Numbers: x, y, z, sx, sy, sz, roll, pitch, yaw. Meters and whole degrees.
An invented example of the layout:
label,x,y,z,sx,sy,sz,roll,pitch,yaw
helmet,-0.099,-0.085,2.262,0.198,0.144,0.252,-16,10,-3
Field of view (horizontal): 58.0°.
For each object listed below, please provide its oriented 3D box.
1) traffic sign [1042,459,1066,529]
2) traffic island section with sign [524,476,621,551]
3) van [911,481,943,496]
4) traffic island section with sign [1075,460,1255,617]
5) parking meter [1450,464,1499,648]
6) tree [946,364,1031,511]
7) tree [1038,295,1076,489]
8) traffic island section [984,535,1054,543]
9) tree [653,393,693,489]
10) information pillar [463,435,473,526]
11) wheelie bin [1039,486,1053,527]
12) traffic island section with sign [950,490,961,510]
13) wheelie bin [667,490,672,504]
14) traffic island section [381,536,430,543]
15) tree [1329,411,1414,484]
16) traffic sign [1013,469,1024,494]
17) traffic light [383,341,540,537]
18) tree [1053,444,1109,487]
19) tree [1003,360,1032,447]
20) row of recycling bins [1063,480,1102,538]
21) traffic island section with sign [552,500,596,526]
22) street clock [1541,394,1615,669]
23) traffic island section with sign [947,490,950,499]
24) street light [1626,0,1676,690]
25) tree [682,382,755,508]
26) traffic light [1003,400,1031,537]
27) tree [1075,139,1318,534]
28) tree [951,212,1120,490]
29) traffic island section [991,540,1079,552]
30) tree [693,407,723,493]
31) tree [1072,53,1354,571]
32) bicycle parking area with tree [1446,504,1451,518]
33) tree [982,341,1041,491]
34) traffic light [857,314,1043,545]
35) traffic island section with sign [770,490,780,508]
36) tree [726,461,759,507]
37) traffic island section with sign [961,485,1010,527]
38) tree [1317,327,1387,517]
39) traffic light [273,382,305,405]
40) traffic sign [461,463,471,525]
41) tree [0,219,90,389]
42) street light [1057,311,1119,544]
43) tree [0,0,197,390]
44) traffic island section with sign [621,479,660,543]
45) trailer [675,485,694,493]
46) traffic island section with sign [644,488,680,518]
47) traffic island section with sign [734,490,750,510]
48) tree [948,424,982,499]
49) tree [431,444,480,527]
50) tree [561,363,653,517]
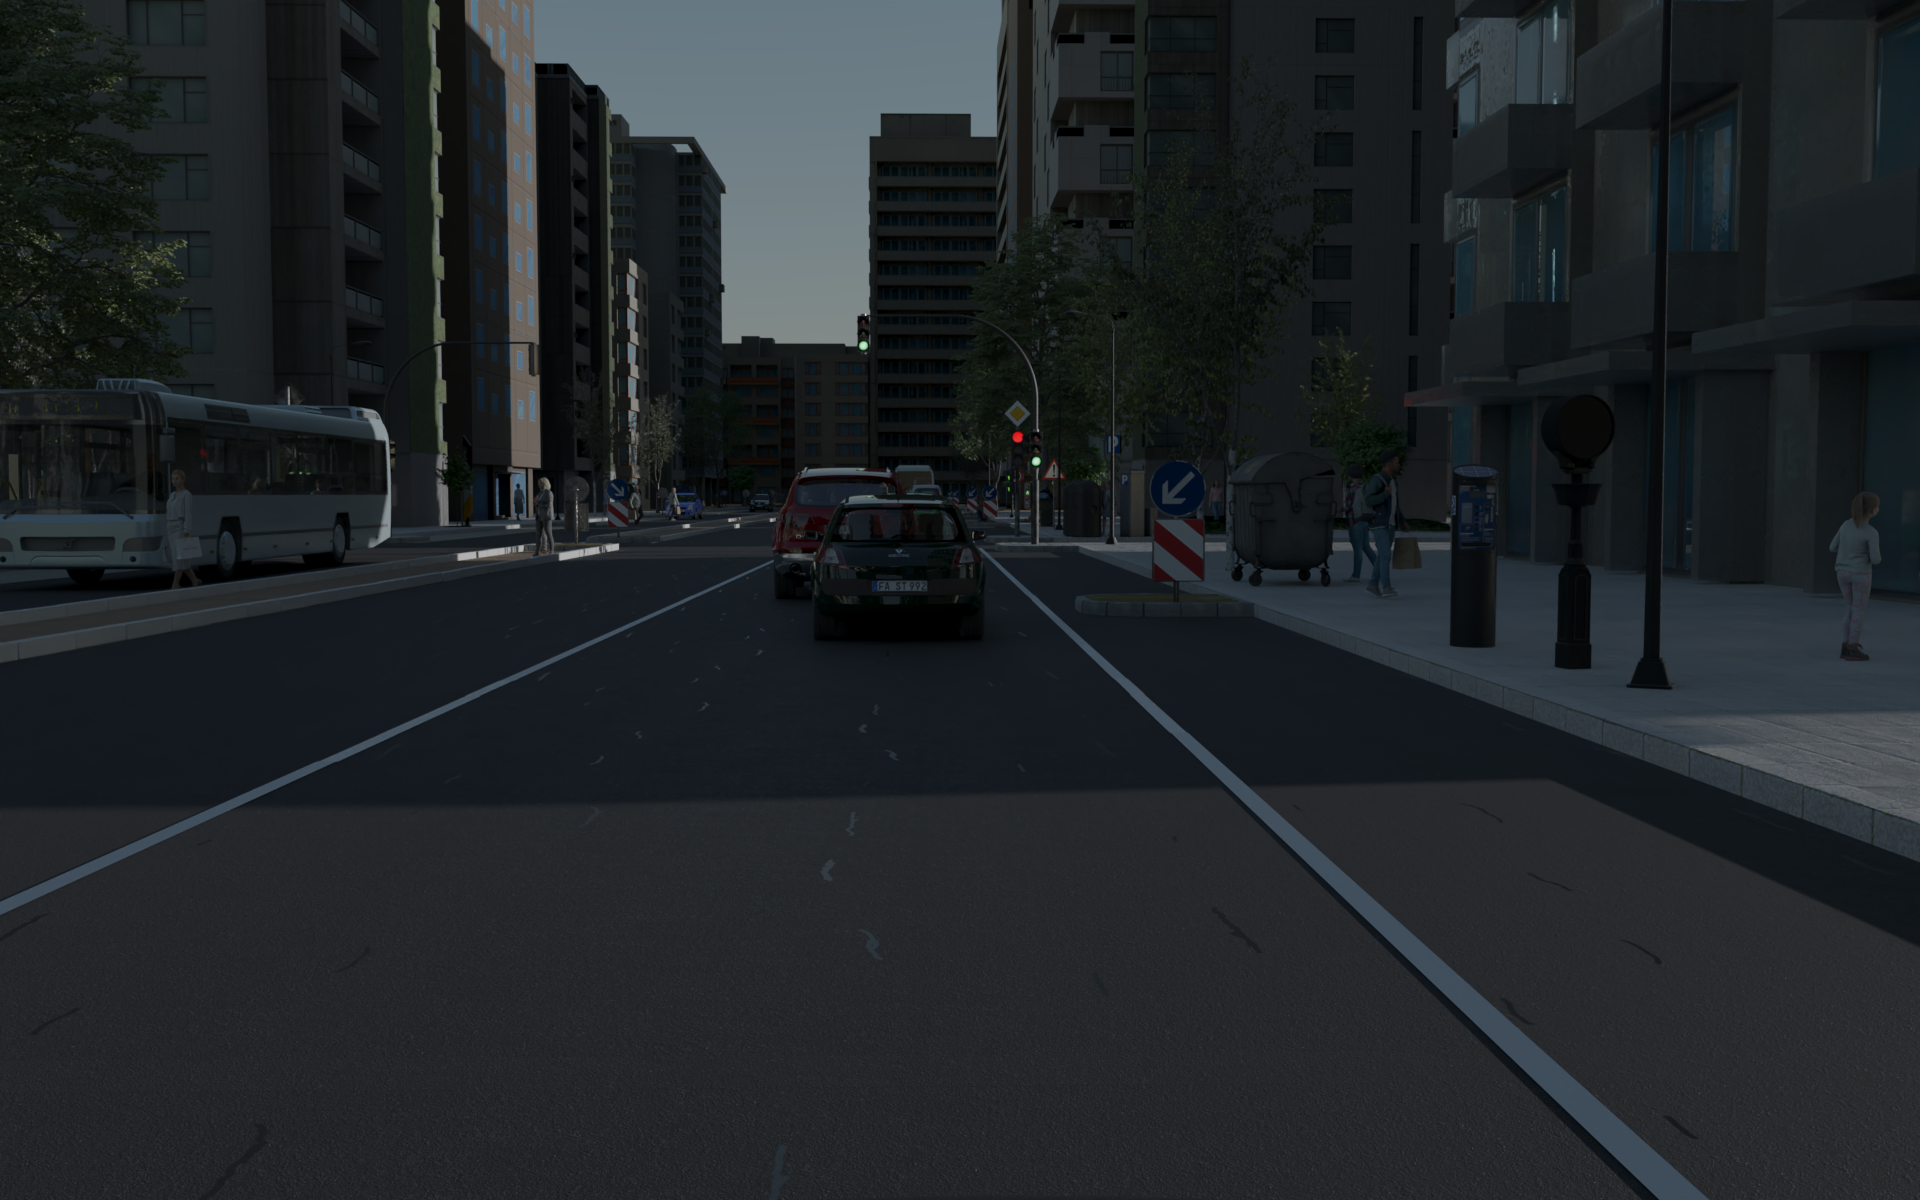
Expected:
label,x,y,z,sx,sy,sz,roll,pitch,yaw
traffic sign,3.424,-3.859,63.104,0.884,2.594,0.081,0,4,2
traffic island section with sign,-9.906,-2.202,44.139,2.006,1.907,1.989,0,4,-1
van,-1.525,-4.405,79.031,2.013,2.044,4.112,0,4,-1
traffic island section with sign,2.440,-0.767,21.162,1.989,1.847,2.006,0,4,-1
parking meter,4.328,-0.377,14.581,0.372,1.533,0.369,0,3,0
tree,2.801,-12.629,132.244,9.928,11.665,9.643,0,3,0
tree,5.117,-6.460,55.979,4.737,8.622,4.395,0,3,0
traffic island section,1.745,-1.827,52.147,2.009,0.180,2.903,0,4,-1
tree,-21.941,-10.684,125.039,4.360,8.622,3.978,0,3,0
information pillar,-19.637,-4.755,69.093,0.504,3.616,0.183,3,4,39
wheelie bin,3.409,-3.686,68.177,0.693,1.594,0.980,0,4,1
traffic island section with sign,0.591,-5.844,104.180,1.989,1.847,2.006,0,4,-1
wheelie bin,-21.024,-7.269,126.759,0.693,1.594,0.980,-3,5,-41
traffic island section,-17.092,-1.801,51.733,2.009,0.180,2.903,0,4,-1
tree,16.245,-5.192,68.596,4.285,4.588,4.351,0,3,0
traffic sign,2.794,-5.289,86.584,0.768,2.556,0.104,0,4,3
traffic light,-14.962,-4.710,51.681,4.771,5.953,1.251,0,4,-1
tree,6.800,-6.901,96.540,4.285,4.588,4.351,0,3,0
tree,4.077,-8.554,90.218,4.737,8.622,4.395,0,3,0
row of recycling bins,3.665,-2.790,52.724,1.069,1.692,3.534,0,4,-2
traffic island section with sign,-17.336,-4.199,77.286,1.989,1.847,2.006,0,4,-1
street clock,4.520,-0.498,12.712,0.471,2.002,0.358,-1,4,-12
traffic island section with sign,-0.526,-8.889,153.956,1.989,1.847,2.006,0,4,-1
street light,4.057,-2.373,11.337,1.470,5.913,1.316,0,4,-1
tree,-22.633,-14.405,161.280,9.928,11.665,9.643,0,3,0
traffic light,1.705,-3.860,52.032,0.839,4.253,0.868,0,4,-1
tree,5.033,-5.235,35.961,4.737,8.622,4.395,0,3,0
tree,3.175,-9.313,70.392,7.486,12.596,7.792,0,3,0
traffic island section,1.923,-1.338,44.164,2.009,0.180,2.903,0,4,-1
tree,-21.814,-11.821,143.632,4.360,8.622,3.978,0,3,0
tree,4.306,-4.799,28.826,4.360,8.622,3.978,0,3,0
bicycle parking area with tree,28.521,-6.318,90.294,9.016,4.147,8.231,0,4,5
tree,4.034,-8.067,82.253,4.360,8.622,3.978,0,3,0
traffic light,-0.207,-4.232,43.861,4.771,5.953,1.251,0,4,-1
traffic island section with sign,-19.669,-10.581,181.632,1.989,1.847,2.006,0,4,-1
tree,-21.815,-11.632,173.890,4.285,4.588,4.351,0,3,0
traffic island section with sign,1.193,-4.166,76.750,1.989,1.847,2.006,0,4,-1
tree,16.633,-7.636,75.207,4.737,8.622,4.395,0,3,0
traffic light,-16.874,-3.345,43.616,0.839,4.253,0.868,0,4,-1
traffic sign,-19.792,-4.200,68.782,0.768,2.556,0.104,0,4,1
tree,-23.124,-5.538,40.909,4.360,8.622,3.978,0,3,0
street light,3.335,-4.375,44.068,1.470,5.913,1.316,0,4,-1
tree,-19.212,-7.070,33.725,7.486,12.596,7.792,0,3,0
traffic island section with sign,-10.062,-2.655,51.545,2.006,1.907,1.989,0,4,-1
trailer,-18.345,-6.599,114.937,1.471,1.999,3.904,0,4,-2
traffic island section with sign,-17.941,-5.859,104.429,1.989,1.847,2.006,0,4,-1
traffic island section with sign,-19.062,-8.926,154.563,1.989,1.847,2.006,0,4,-1
tree,1.020,-13.815,176.232,4.360,8.622,3.978,0,3,0
tree,-19.476,-4.456,67.453,1.663,3.219,1.824,0,3,0
tree,-20.515,-9.038,98.140,4.360,8.622,3.978,0,3,0
